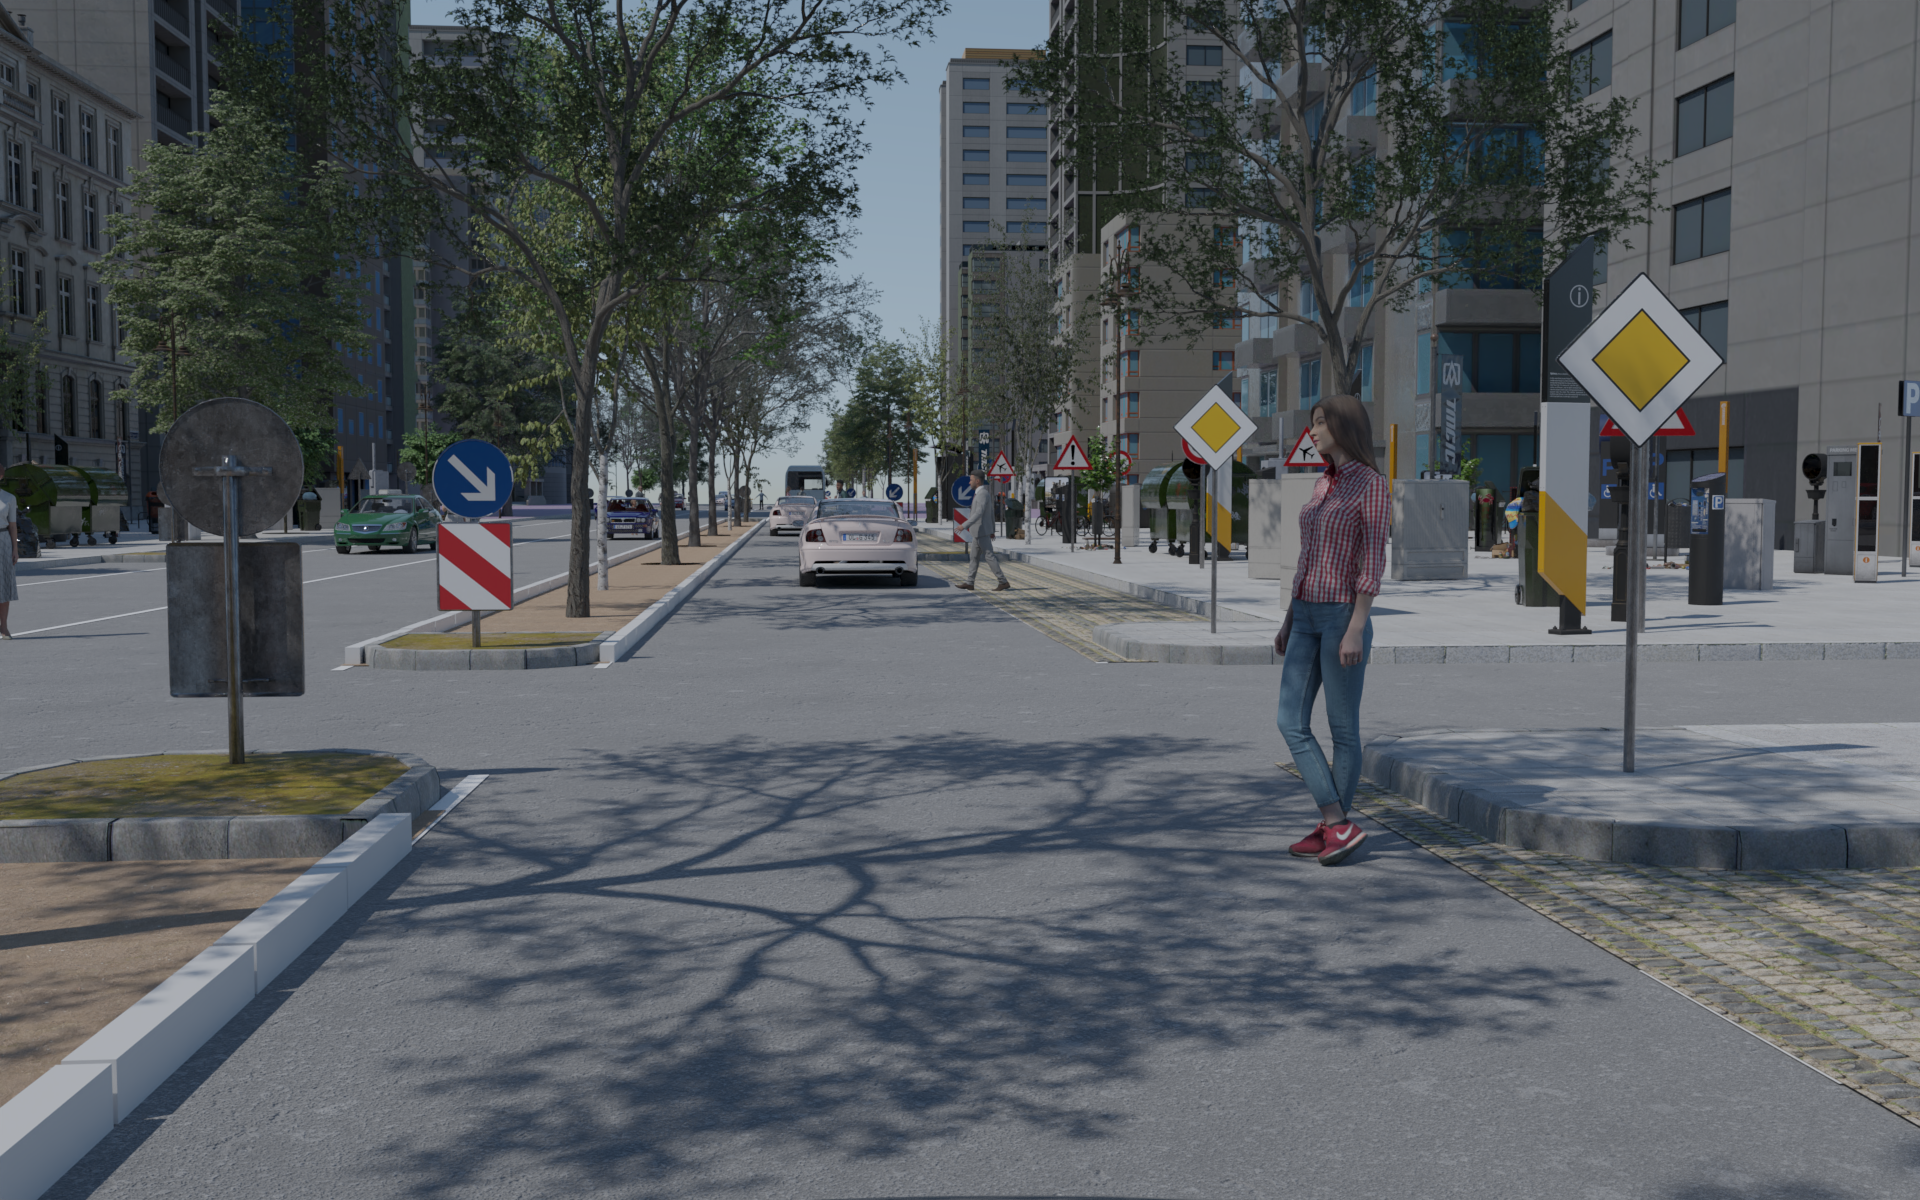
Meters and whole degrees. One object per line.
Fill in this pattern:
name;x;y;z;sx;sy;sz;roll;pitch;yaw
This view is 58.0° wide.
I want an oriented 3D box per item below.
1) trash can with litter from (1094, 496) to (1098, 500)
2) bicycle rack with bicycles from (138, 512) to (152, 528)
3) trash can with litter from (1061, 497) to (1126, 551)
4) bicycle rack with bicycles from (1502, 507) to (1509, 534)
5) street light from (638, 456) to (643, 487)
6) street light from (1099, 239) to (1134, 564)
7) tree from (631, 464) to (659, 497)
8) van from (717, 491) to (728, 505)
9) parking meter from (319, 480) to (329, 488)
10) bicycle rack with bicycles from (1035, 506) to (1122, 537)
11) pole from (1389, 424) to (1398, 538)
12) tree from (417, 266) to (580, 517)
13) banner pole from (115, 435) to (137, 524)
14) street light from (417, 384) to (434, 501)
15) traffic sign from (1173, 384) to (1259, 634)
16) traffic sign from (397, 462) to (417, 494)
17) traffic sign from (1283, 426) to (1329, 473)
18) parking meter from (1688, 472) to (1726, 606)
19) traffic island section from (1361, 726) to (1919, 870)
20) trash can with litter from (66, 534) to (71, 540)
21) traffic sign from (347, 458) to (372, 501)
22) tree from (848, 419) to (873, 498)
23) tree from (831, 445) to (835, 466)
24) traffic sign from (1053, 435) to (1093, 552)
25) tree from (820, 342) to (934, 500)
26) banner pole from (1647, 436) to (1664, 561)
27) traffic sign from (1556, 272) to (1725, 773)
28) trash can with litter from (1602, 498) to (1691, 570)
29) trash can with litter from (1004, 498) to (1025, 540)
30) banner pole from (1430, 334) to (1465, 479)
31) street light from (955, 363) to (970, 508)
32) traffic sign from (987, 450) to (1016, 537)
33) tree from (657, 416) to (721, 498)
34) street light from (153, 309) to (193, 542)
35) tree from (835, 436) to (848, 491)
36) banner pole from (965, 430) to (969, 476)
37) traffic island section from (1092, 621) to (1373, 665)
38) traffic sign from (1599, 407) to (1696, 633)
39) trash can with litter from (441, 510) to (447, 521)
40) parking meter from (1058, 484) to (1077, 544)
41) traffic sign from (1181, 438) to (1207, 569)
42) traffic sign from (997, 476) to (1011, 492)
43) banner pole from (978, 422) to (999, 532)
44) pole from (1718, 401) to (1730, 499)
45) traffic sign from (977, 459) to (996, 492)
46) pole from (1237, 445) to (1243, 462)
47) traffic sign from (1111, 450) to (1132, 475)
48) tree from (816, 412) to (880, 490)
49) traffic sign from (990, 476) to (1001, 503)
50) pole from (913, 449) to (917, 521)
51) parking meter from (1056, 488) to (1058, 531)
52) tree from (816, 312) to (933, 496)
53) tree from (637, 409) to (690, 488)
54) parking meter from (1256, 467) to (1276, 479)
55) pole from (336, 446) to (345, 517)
trash can with litter;6.817;-4.635;87.172;0.624;1.170;1.055;1;4;10
bicycle rack with bicycles;-29.287;-3.163;65.103;2.852;0.926;2.925;2;4;28
trash can with litter;3.012;-1.781;40.177;1.678;1.210;2.233;1;4;15
bicycle rack with bicycles;18.361;-2.515;54.497;2.852;0.926;2.925;-1;4;-9
street light;-31.870;-12.261;173.262;0.468;5.910;1.993;0;4;-5
street light;2.896;-3.601;31.670;0.468;5.910;1.993;0;4;-5
tree;-34.022;-12.411;186.634;4.285;4.588;4.351;0;3;0
van;-31.669;-13.771;232.168;2.013;2.044;4.112;0;4;-6
parking meter;-26.389;-4.051;71.941;0.255;1.863;0.399;1;4;13
bicycle rack with bicycles;4.009;-2.419;52.932;2.852;0.926;2.925;-2;4;-30
pole;12.620;-3.463;50.460;0.158;3.312;0.155;0;3;0
tree;-25.772;-11.709;98.101;9.857;13.997;8.962;0;3;0
banner pole;-35.438;-5.107;73.516;0.401;3.779;0.863;2;4;35
street light;-22.483;-6.129;72.992;0.468;5.910;1.993;0;4;-5
traffic sign;2.332;-0.749;15.883;0.795;2.450;0.064;0;4;-5
traffic sign;-21.889;-4.185;68.525;0.768;2.556;0.104;0;4;-5
traffic sign;6.633;-2.033;33.237;0.884;2.594;0.081;0;3;0
parking meter;8.646;-0.712;20.045;0.372;1.533;0.369;0;3;0
traffic island section;3.107;0.873;8.012;2.009;0.180;2.903;0;4;-5
trash can with litter;-25.227;-2.265;48.421;0.624;1.170;1.055;-1;4;-18
traffic sign;-21.465;-3.786;61.909;0.884;2.594;0.081;0;4;3
tree;-6.331;-11.743;142.365;4.737;8.622;4.395;0;3;0
tree;-12.410;-14.924;194.373;4.737;8.622;4.395;0;3;0
traffic sign;2.474;-2.324;37.999;0.884;2.594;0.081;0;4;1
tree;-5.518;-12.920;129.364;7.486;12.596;7.792;0;3;0
banner pole;13.220;-2.638;33.143;0.863;3.779;0.401;-3;4;-39
traffic sign;3.084;-0.262;7.933;0.795;2.450;0.064;0;4;-5
trash can with litter;12.050;-1.160;30.021;2.233;1.210;1.678;-1;4;-11
trash can with litter;1.680;-2.297;48.938;0.624;1.170;1.055;-2;4;-29
banner pole;7.605;-2.278;27.258;0.863;3.779;0.401;-2;4;-30
street light;0.130;-5.384;60.823;0.468;5.910;1.993;0;4;-5
traffic sign;1.238;-3.154;51.576;0.884;2.594;0.081;0;4;3
tree;-38.815;-19.933;242.904;9.611;12.733;9.660;0;3;0
street light;-19.664;-4.320;43.414;0.468;5.910;1.993;0;4;-5
tree;-7.411;-12.065;147.626;4.737;8.622;4.395;0;3;0
banner pole;0.244;-4.764;67.904;0.401;3.779;0.863;-1;4;-12
traffic island section;2.354;0.386;15.962;2.009;0.180;2.903;0;4;-5
traffic sign;6.291;-0.973;15.919;0.884;2.594;0.081;0;4;-1
trash can with litter;-24.526;-4.350;82.503;1.055;1.170;0.624;2;4;35
parking meter;2.845;-2.238;44.997;0.372;1.533;0.369;0;3;0
traffic sign;4.165;-1.811;29.724;0.768;2.556;0.104;0;4;-2
traffic sign;2.083;-5.080;83.162;0.768;2.556;0.104;0;4;-1
banner pole;0.949;-4.212;58.876;0.863;3.779;0.401;3;4;37
pole;16.834;-2.713;38.206;0.158;3.312;0.155;0;3;0
traffic sign;0.984;-3.689;60.426;0.768;2.556;0.104;0;4;-2
pole;10.509;-4.360;65.123;0.158;3.312;0.155;0;3;0
traffic sign;4.604;-3.064;50.210;0.768;2.556;0.104;0;4;1
tree;-15.595;-19.754;239.981;9.611;12.733;9.660;0;3;0
traffic sign;1.195;-4.052;66.255;0.884;2.594;0.081;0;4;-4
pole;-2.018;-5.154;78.112;0.158;3.312;0.155;0;3;0
parking meter;3.400;-3.041;58.127;0.372;1.533;0.369;0;3;0
tree;-8.834;-19.664;177.402;12.611;20.169;13.585;0;3;0
tree;-36.107;-17.958;211.733;7.486;12.596;7.792;0;3;0
parking meter;6.495;-1.907;36.890;0.399;1.863;0.255;-1;4;-22
pole;-26.379;-4.893;73.849;0.158;3.312;0.155;0;3;0
